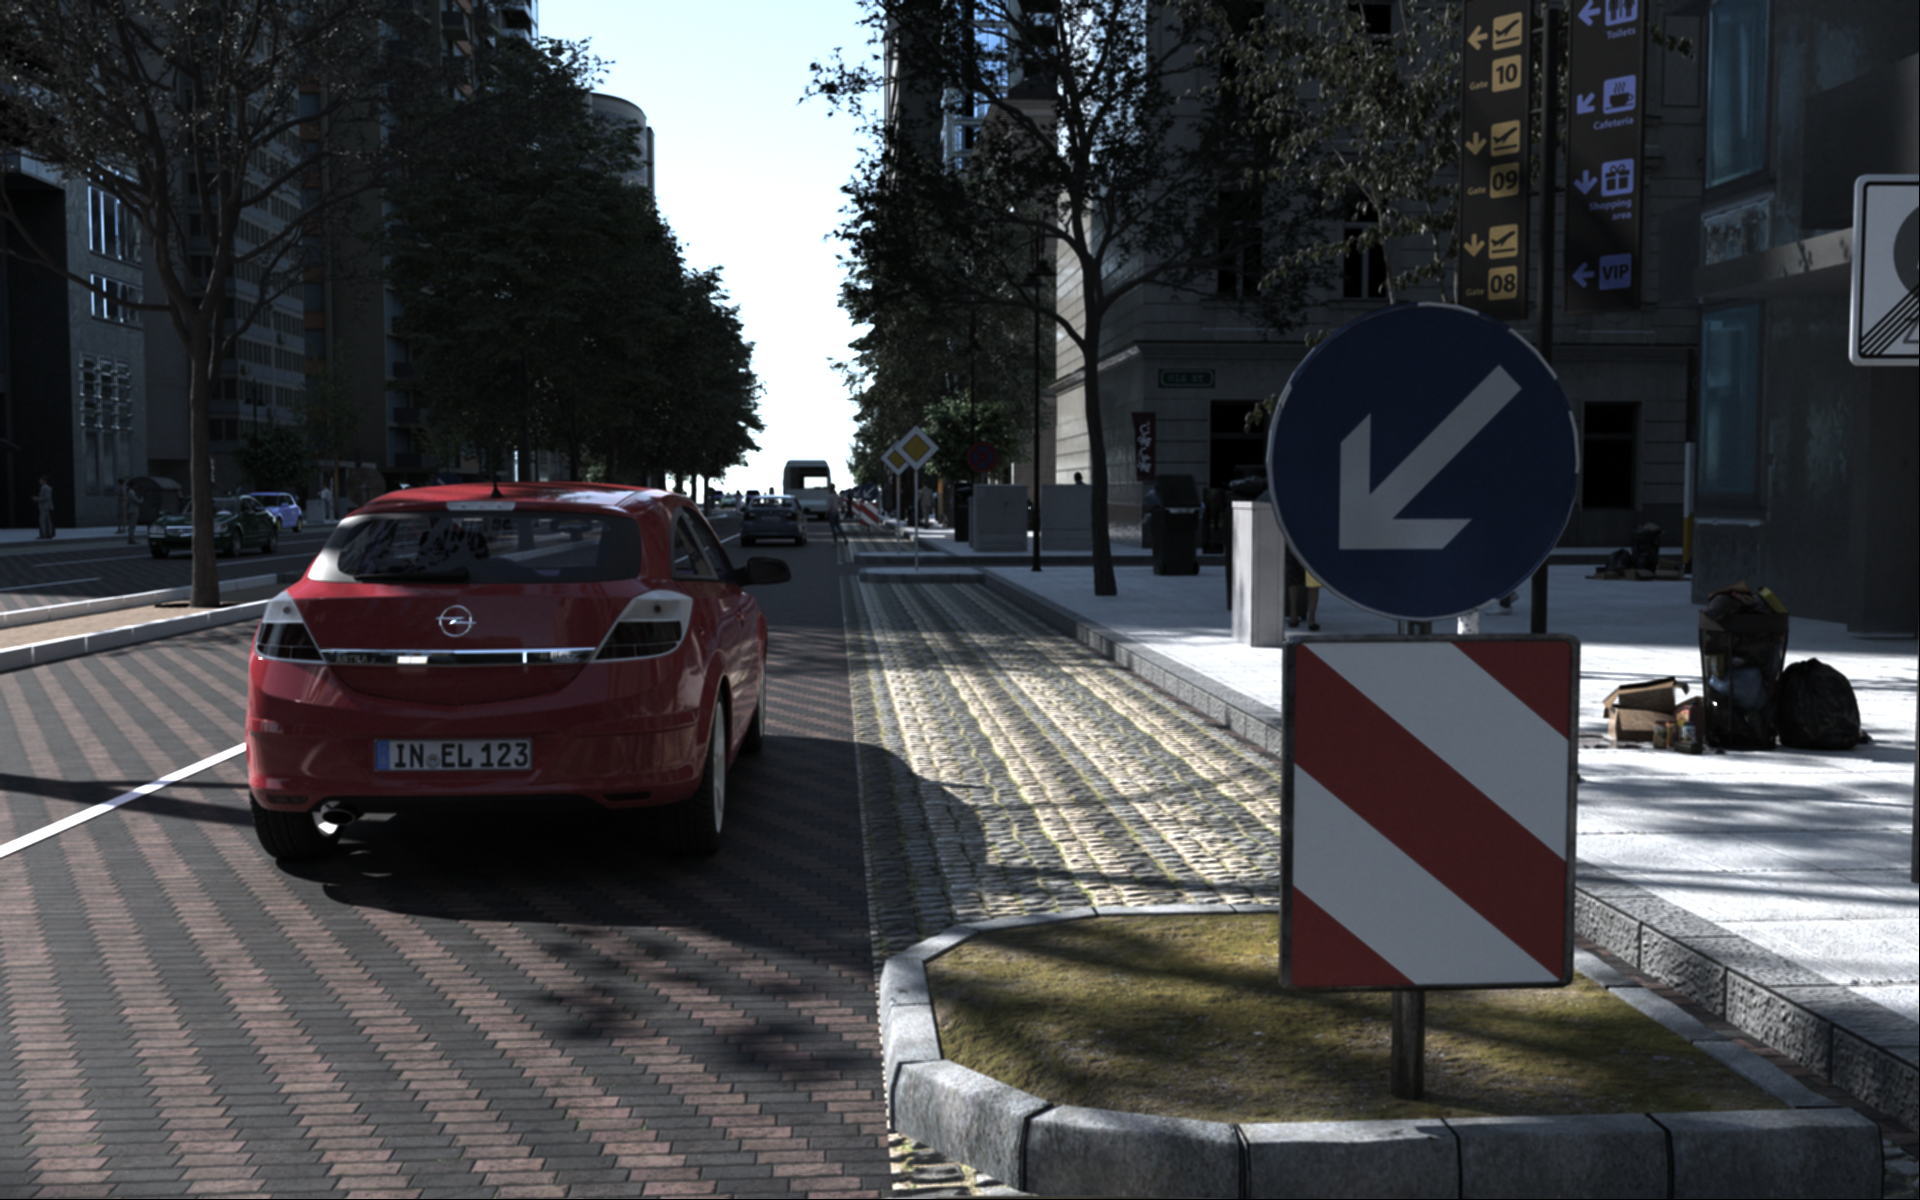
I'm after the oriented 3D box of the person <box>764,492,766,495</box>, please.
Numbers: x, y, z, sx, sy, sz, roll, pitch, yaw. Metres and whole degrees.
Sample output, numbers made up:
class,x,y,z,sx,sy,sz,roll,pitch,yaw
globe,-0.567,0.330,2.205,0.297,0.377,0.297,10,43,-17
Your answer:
class,x,y,z,sx,sy,sz,roll,pitch,yaw
person,-22.493,-11.620,199.166,0.721,1.739,1.217,2,4,30

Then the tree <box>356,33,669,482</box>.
class,x,y,z,sx,sy,sz,roll,pitch,yaw
tree,-10.677,-7.450,42.388,7.486,12.596,7.792,0,3,0

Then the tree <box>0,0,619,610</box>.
class,x,y,z,sx,sy,sz,roll,pitch,yaw
tree,-9.575,-6.653,21.603,12.009,13.543,11.850,0,3,0

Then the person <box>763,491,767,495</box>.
class,x,y,z,sx,sy,sz,roll,pitch,yaw
person,-27.190,-14.290,242.157,1.348,1.822,0.705,-2,4,-23

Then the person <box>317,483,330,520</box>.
class,x,y,z,sx,sy,sz,roll,pitch,yaw
person,-31.064,-4.795,84.548,0.679,1.850,0.850,0,4,7

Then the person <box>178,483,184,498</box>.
class,x,y,z,sx,sy,sz,roll,pitch,yaw
person,-35.635,-4.449,79.130,0.374,1.781,0.599,-3,5,-42

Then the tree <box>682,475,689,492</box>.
class,x,y,z,sx,sy,sz,roll,pitch,yaw
tree,-43.149,-19.374,267.126,4.737,8.622,4.395,0,3,0

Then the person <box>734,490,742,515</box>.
class,x,y,z,sx,sy,sz,roll,pitch,yaw
person,-15.032,-6.624,117.471,0.551,1.740,0.621,-1,4,-10

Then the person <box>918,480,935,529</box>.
class,x,y,z,sx,sy,sz,roll,pitch,yaw
person,-1.276,-3.560,64.521,0.678,1.792,0.850,-1,4,-22

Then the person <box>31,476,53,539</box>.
class,x,y,z,sx,sy,sz,roll,pitch,yaw
person,-26.166,-2.636,49.340,0.583,1.804,0.606,-3,4,-36

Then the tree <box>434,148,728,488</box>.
class,x,y,z,sx,sy,sz,roll,pitch,yaw
tree,-11.587,-7.545,51.565,9.928,11.665,9.643,0,3,0

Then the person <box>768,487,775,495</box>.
class,x,y,z,sx,sy,sz,roll,pitch,yaw
person,-8.215,-4.095,76.040,0.643,1.750,0.593,-1,4,-16

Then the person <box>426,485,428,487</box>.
class,x,y,z,sx,sy,sz,roll,pitch,yaw
person,-31.457,-5.861,101.784,0.656,1.842,0.836,1,4,19

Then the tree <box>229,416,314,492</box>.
class,x,y,z,sx,sy,sz,roll,pitch,yaw
tree,-28.769,-5.429,72.474,4.285,4.588,4.351,0,3,0

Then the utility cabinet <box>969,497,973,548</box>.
class,x,y,z,sx,sy,sz,roll,pitch,yaw
utility cabinet,0.731,-1.845,41.322,1.020,1.237,0.306,-1,4,-13

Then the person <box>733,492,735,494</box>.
class,x,y,z,sx,sy,sz,roll,pitch,yaw
person,-34.808,-15.761,266.713,0.617,1.759,0.750,0,4,-1

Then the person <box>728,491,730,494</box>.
class,x,y,z,sx,sy,sz,roll,pitch,yaw
person,-32.314,-14.305,242.485,1.348,1.812,0.705,-2,4,-26

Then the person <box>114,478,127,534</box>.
class,x,y,z,sx,sy,sz,roll,pitch,yaw
person,-26.822,-2.993,55.318,0.374,1.781,0.599,-2,4,-34

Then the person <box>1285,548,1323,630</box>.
class,x,y,z,sx,sy,sz,roll,pitch,yaw
person,3.332,-0.644,16.797,0.699,1.804,1.509,1,4,10

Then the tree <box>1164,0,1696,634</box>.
class,x,y,z,sx,sy,sz,roll,pitch,yaw
tree,3.720,-3.820,12.813,4.360,8.622,3.978,0,3,0

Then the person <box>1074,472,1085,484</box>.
class,x,y,z,sx,sy,sz,roll,pitch,yaw
person,2.858,-2.140,41.212,0.721,1.800,0.419,-3,4,-37

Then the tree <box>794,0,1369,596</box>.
class,x,y,z,sx,sy,sz,roll,pitch,yaw
tree,1.518,-5.343,21.764,7.601,10.594,8.767,1,4,12

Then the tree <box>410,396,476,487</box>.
class,x,y,z,sx,sy,sz,roll,pitch,yaw
tree,-31.478,-9.554,106.576,4.737,8.622,4.395,0,3,0

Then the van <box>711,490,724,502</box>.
class,x,y,z,sx,sy,sz,roll,pitch,yaw
van,-36.514,-15.677,260.697,2.240,2.365,5.245,0,4,-5

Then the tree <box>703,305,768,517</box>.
class,x,y,z,sx,sy,sz,roll,pitch,yaw
tree,-15.252,-10.944,99.521,7.486,12.596,7.792,0,3,0

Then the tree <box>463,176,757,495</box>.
class,x,y,z,sx,sy,sz,roll,pitch,yaw
tree,-12.400,-8.678,61.351,9.611,12.733,9.660,0,3,0

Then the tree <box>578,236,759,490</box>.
class,x,y,z,sx,sy,sz,roll,pitch,yaw
tree,-13.984,-10.518,81.074,9.857,13.997,8.962,0,3,0

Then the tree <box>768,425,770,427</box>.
class,x,y,z,sx,sy,sz,roll,pitch,yaw
tree,-15.750,-11.454,107.862,7.486,12.596,7.792,0,3,0

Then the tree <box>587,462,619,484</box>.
class,x,y,z,sx,sy,sz,roll,pitch,yaw
tree,-35.458,-11.514,171.970,4.285,4.588,4.351,0,3,0

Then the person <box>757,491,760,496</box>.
class,x,y,z,sx,sy,sz,roll,pitch,yaw
person,-23.694,-11.958,204.567,0.434,1.755,0.990,1,4,22

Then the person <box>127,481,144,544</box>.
class,x,y,z,sx,sy,sz,roll,pitch,yaw
person,-23.493,-2.488,49.364,0.466,1.800,0.511,-3,5,-41

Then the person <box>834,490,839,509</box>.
class,x,y,z,sx,sy,sz,roll,pitch,yaw
person,-10.330,-8.206,143.337,0.621,1.740,0.551,1,4,9

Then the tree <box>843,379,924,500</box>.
class,x,y,z,sx,sy,sz,roll,pitch,yaw
tree,-3.592,-8.927,96.323,4.737,8.622,4.395,0,3,0

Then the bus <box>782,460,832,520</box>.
class,x,y,z,sx,sy,sz,roll,pitch,yaw
bus,-8.723,-6.356,98.776,2.948,3.499,13.247,0,4,-5

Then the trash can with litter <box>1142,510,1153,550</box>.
class,x,y,z,sx,sy,sz,roll,pitch,yaw
trash can with litter,3.526,-1.086,29.148,0.624,1.170,1.055,2,4,29

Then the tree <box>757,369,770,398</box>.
class,x,y,z,sx,sy,sz,roll,pitch,yaw
tree,-14.781,-10.485,90.896,9.611,12.733,9.660,0,3,0

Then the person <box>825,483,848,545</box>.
class,x,y,z,sx,sy,sz,roll,pitch,yaw
person,-3.390,-2.414,48.647,0.598,1.740,0.731,2,4,29

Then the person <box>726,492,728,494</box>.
class,x,y,z,sx,sy,sz,roll,pitch,yaw
person,-31.392,-13.774,234.484,0.721,1.735,1.217,1,4,21

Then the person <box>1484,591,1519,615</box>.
class,x,y,z,sx,sy,sz,roll,pitch,yaw
person,5.760,-0.738,18.447,0.444,1.785,0.601,0,4,6

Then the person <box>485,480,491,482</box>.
class,x,y,z,sx,sy,sz,roll,pitch,yaw
person,-13.905,-2.616,51.145,0.514,1.842,0.818,0,4,2

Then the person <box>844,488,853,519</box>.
class,x,y,z,sx,sy,sz,roll,pitch,yaw
person,-5.936,-5.143,93.009,0.576,1.772,0.534,3,5,42

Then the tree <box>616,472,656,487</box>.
class,x,y,z,sx,sy,sz,roll,pitch,yaw
tree,-37.933,-16.681,207.140,7.601,10.594,8.767,0,4,-8

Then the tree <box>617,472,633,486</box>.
class,x,y,z,sx,sy,sz,roll,pitch,yaw
tree,-37.813,-15.139,197.888,4.360,8.622,3.978,0,3,0

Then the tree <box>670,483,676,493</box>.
class,x,y,z,sx,sy,sz,roll,pitch,yaw
tree,-42.068,-16.070,257.352,1.663,3.219,1.824,0,3,0

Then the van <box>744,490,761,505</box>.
class,x,y,z,sx,sy,sz,roll,pitch,yaw
van,-28.469,-14.297,238.146,2.240,2.365,5.245,0,4,-4

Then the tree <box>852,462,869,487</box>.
class,x,y,z,sx,sy,sz,roll,pitch,yaw
tree,-8.235,-10.757,159.590,4.285,4.588,4.351,0,3,0

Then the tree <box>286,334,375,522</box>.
class,x,y,z,sx,sy,sz,roll,pitch,yaw
tree,-29.079,-7.924,79.915,4.737,8.622,4.395,0,3,0

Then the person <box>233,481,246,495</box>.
class,x,y,z,sx,sy,sz,roll,pitch,yaw
person,-29.001,-3.873,69.556,0.721,1.800,0.419,0,4,4

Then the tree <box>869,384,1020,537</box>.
class,x,y,z,sx,sy,sz,roll,pitch,yaw
tree,0.227,-4.167,51.850,4.285,4.588,4.351,0,3,0

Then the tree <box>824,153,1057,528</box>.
class,x,y,z,sx,sy,sz,roll,pitch,yaw
tree,-0.232,-9.722,65.605,9.857,13.997,8.962,0,3,0

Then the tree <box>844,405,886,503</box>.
class,x,y,z,sx,sy,sz,roll,pitch,yaw
tree,-7.052,-11.686,141.434,4.360,8.622,3.978,0,3,0

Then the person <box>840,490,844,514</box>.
class,x,y,z,sx,sy,sz,roll,pitch,yaw
person,-8.384,-6.899,122.012,0.721,1.736,1.217,0,4,6
